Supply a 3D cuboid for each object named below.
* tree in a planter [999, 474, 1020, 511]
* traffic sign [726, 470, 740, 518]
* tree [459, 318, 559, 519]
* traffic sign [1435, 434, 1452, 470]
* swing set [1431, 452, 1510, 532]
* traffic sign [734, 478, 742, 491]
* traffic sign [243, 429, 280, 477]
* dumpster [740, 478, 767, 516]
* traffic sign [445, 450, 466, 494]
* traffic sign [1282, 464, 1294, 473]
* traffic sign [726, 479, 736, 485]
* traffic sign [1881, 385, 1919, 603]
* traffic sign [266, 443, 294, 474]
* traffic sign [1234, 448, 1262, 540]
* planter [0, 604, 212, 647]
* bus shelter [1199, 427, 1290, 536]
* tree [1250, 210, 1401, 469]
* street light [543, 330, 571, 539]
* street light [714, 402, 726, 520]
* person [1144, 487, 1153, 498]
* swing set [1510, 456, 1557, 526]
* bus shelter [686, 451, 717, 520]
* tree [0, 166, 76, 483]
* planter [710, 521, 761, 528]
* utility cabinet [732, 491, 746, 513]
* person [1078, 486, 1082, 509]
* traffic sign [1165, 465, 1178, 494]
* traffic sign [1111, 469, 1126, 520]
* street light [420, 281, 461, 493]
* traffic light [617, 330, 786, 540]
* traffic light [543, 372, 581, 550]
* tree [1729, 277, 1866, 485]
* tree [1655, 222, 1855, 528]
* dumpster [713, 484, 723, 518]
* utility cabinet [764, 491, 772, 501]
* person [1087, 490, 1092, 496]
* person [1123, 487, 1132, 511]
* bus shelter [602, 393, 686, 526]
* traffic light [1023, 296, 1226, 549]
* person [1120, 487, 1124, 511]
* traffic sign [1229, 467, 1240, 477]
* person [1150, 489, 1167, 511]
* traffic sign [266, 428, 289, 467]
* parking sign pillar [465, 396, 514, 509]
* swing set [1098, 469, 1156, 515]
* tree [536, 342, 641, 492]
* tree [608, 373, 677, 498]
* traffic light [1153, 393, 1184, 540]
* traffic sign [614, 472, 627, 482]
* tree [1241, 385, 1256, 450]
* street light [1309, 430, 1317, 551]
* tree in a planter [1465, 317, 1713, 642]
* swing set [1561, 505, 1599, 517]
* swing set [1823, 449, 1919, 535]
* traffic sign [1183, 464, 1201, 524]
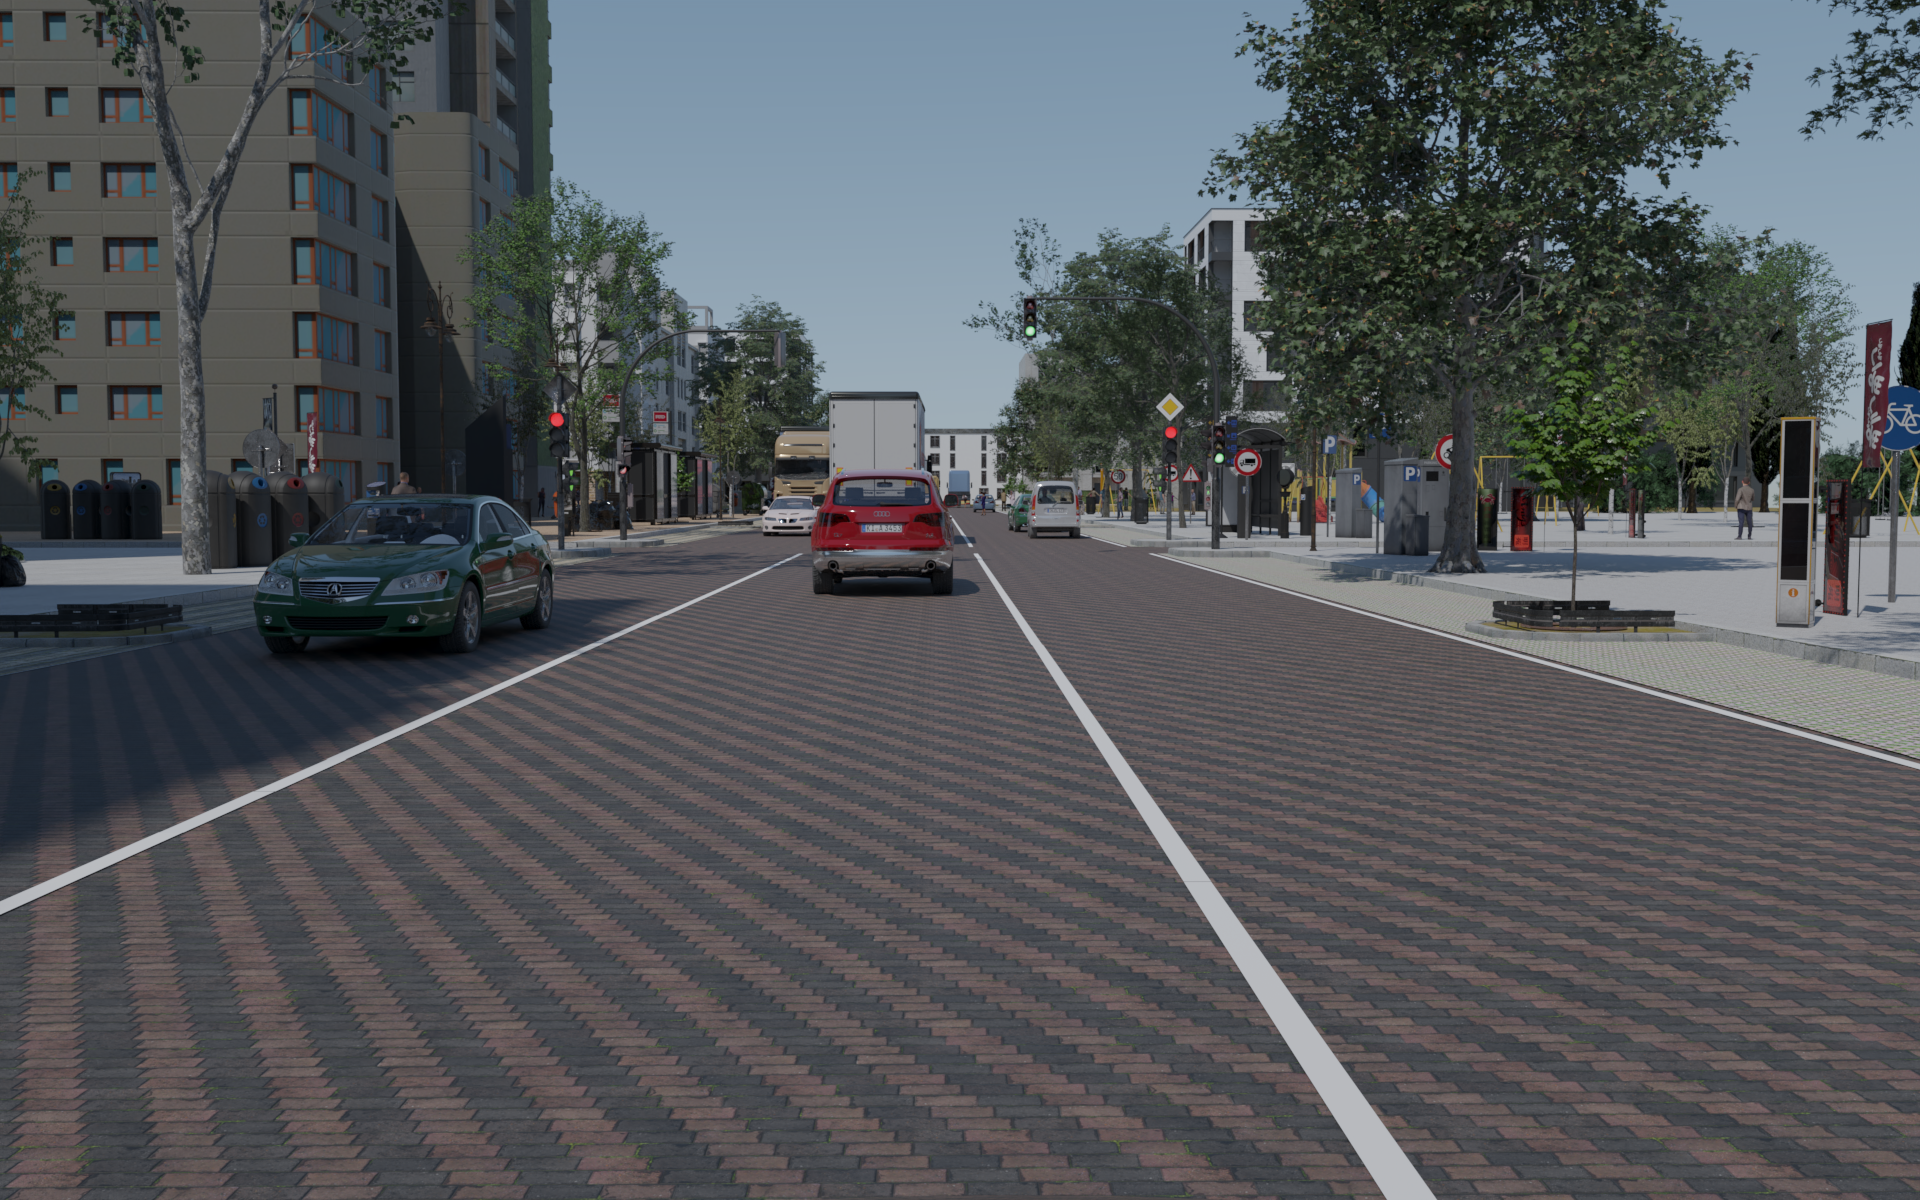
[{"bbox_3d":[4.399,-9.388,150.714,1.991,3.239,1.994,0,4,-1],"label":"tree in a planter"},{"bbox_3d":[-12.228,-5.703,93.342,0.768,2.556,0.104,0,4,7],"label":"traffic sign"},{"bbox_3d":[-18.421,-7.449,72.159,4.360,8.622,3.978,0,3,0],"label":"tree"},{"bbox_3d":[10.415,-2.233,36.621,0.768,2.556,0.104,0,4,6],"label":"traffic sign"},{"bbox_3d":[16.984,-3.813,59.970,2.862,2.851,3.119,0,4,-1],"label":"swing set"},{"bbox_3d":[-15.505,-7.336,120.050,0.768,2.556,0.104,0,4,7],"label":"traffic sign"},{"bbox_3d":[-13.684,-2.068,33.919,0.768,2.556,0.104,0,4,6],"label":"traffic sign"},{"bbox_3d":[-12.347,-6.174,103.445,1.502,2.255,1.985,0,4,-1],"label":"dumpster"},{"bbox_3d":[-14.495,-3.032,49.672,0.768,2.556,0.104,0,4,6],"label":"traffic sign"},{"bbox_3d":[10.863,-3.410,57.891,0.606,2.300,0.079,0,4,8],"label":"traffic sign"},{"bbox_3d":[-12.549,-5.853,95.805,0.768,2.556,0.104,0,4,0],"label":"traffic sign"},{"bbox_3d":[11.017,-1.242,20.405,0.768,2.556,0.104,0,4,6],"label":"traffic sign"},{"bbox_3d":[-13.721,-2.009,34.970,0.606,2.300,0.079,1,4,8],"label":"traffic sign"},{"bbox_3d":[7.998,-2.944,48.241,0.768,2.556,0.104,0,4,2],"label":"traffic sign"},{"bbox_3d":[-8.578,0.249,17.068,1.991,0.319,1.994,0,4,-1],"label":"planter"},{"bbox_3d":[9.031,-3.755,55.320,2.014,3.302,5.546,0,4,-1],"label":"bus shelter"},{"bbox_3d":[24.105,-15.076,102.375,12.611,20.169,13.585,0,3,0],"label":"tree"},{"bbox_3d":[-11.326,-4.653,48.858,0.468,5.910,1.993,0,4,-1],"label":"street light"},{"bbox_3d":[-11.797,-6.882,85.312,0.468,5.910,1.993,0,4,-1],"label":"street light"},{"bbox_3d":[14.128,-7.736,132.619,1.348,1.812,0.705,0,4,8],"label":"person"},{"bbox_3d":[22.796,-4.517,71.472,3.119,2.851,2.862,1,4,10],"label":"swing set"},{"bbox_3d":[-13.760,-6.646,86.292,2.179,5.291,8.768,0,4,-1],"label":"bus shelter"},{"bbox_3d":[-20.539,-5.254,36.267,4.737,8.622,4.395,0,3,0],"label":"tree"},{"bbox_3d":[-9.376,-3.151,72.665,1.991,0.319,1.994,0,4,-1],"label":"planter"},{"bbox_3d":[-14.866,-6.662,117.604,1.173,1.500,0.318,0,4,-5],"label":"utility cabinet"},{"bbox_3d":[8.584,-7.387,126.685,0.599,1.838,0.709,-1,4,-23],"label":"person"},{"bbox_3d":[9.080,-4.559,74.643,0.768,2.556,0.104,1,4,8],"label":"traffic sign"},{"bbox_3d":[7.961,-5.326,87.194,0.768,2.556,0.104,0,4,5],"label":"traffic sign"},{"bbox_3d":[-11.263,-3.969,37.681,0.468,5.910,1.993,0,4,-1],"label":"street light"},{"bbox_3d":[-7.212,-4.482,47.949,4.771,5.953,1.251,0,4,-1],"label":"traffic light"},{"bbox_3d":[-9.191,-3.118,39.900,0.839,4.253,0.868,0,4,-1],"label":"traffic light"},{"bbox_3d":[28.409,-6.592,58.136,4.360,8.622,3.978,0,3,0],"label":"tree"},{"bbox_3d":[30.272,-8.610,66.529,9.928,11.665,9.643,0,3,0],"label":"tree"},{"bbox_3d":[-13.546,-5.384,93.793,1.264,1.857,1.865,0,4,-1],"label":"dumpster"},{"bbox_3d":[-13.593,-6.794,119.759,1.173,1.500,0.318,-3,5,-40],"label":"utility cabinet"},{"bbox_3d":[14.719,-11.486,194.565,1.217,1.743,0.721,-1,4,-17],"label":"person"},{"bbox_3d":[12.931,-7.855,134.492,0.705,1.822,1.348,-3,4,-38],"label":"person"},{"bbox_3d":[-13.223,-5.760,71.803,2.179,5.291,8.768,0,4,-1],"label":"bus shelter"},{"bbox_3d":[3.818,-3.993,39.956,4.771,5.953,1.251,0,4,-1],"label":"traffic light"},{"bbox_3d":[12.325,-7.696,131.886,0.705,1.822,1.348,1,4,12],"label":"person"},{"bbox_3d":[8.513,-3.201,52.447,0.768,2.556,0.104,0,4,0],"label":"traffic sign"},{"bbox_3d":[14.819,-7.523,129.051,1.348,1.824,0.705,0,4,5],"label":"person"},{"bbox_3d":[-13.719,-2.119,34.383,0.795,2.593,0.064,0,4,1],"label":"traffic sign"},{"bbox_3d":[-13.079,-3.649,48.128,1.447,3.967,1.447,1,4,23],"label":"parking sign pillar"},{"bbox_3d":[10.738,-6.887,110.228,3.119,2.851,2.862,-1,4,-17],"label":"swing set"},{"bbox_3d":[-18.189,-8.124,83.189,4.737,8.622,4.395,0,3,0],"label":"tree"},{"bbox_3d":[-18.741,-9.158,100.089,4.360,8.622,3.978,0,3,0],"label":"tree"},{"bbox_3d":[5.797,-3.620,48.111,0.839,4.253,0.868,0,4,-1],"label":"traffic light"},{"bbox_3d":[-15.027,-4.716,77.210,0.768,2.556,0.104,0,4,2],"label":"traffic sign"},{"bbox_3d":[17.100,-8.304,86.126,4.360,8.622,3.978,0,3,0],"label":"tree"},{"bbox_3d":[7.954,-4.038,38.812,0.468,5.910,1.993,0,4,-1],"label":"street light"},{"bbox_3d":[6.259,-1.245,17.572,1.991,3.239,1.994,0,4,-1],"label":"tree in a planter"},{"bbox_3d":[34.870,-6.199,98.974,3.119,2.851,2.862,2,4,32],"label":"swing set"},{"bbox_3d":[28.514,-3.399,53.194,2.862,2.851,3.119,1,4,11],"label":"swing set"},{"bbox_3d":[9.930,-4.559,74.543,0.884,2.594,0.081,0,4,8],"label":"traffic sign"}]
